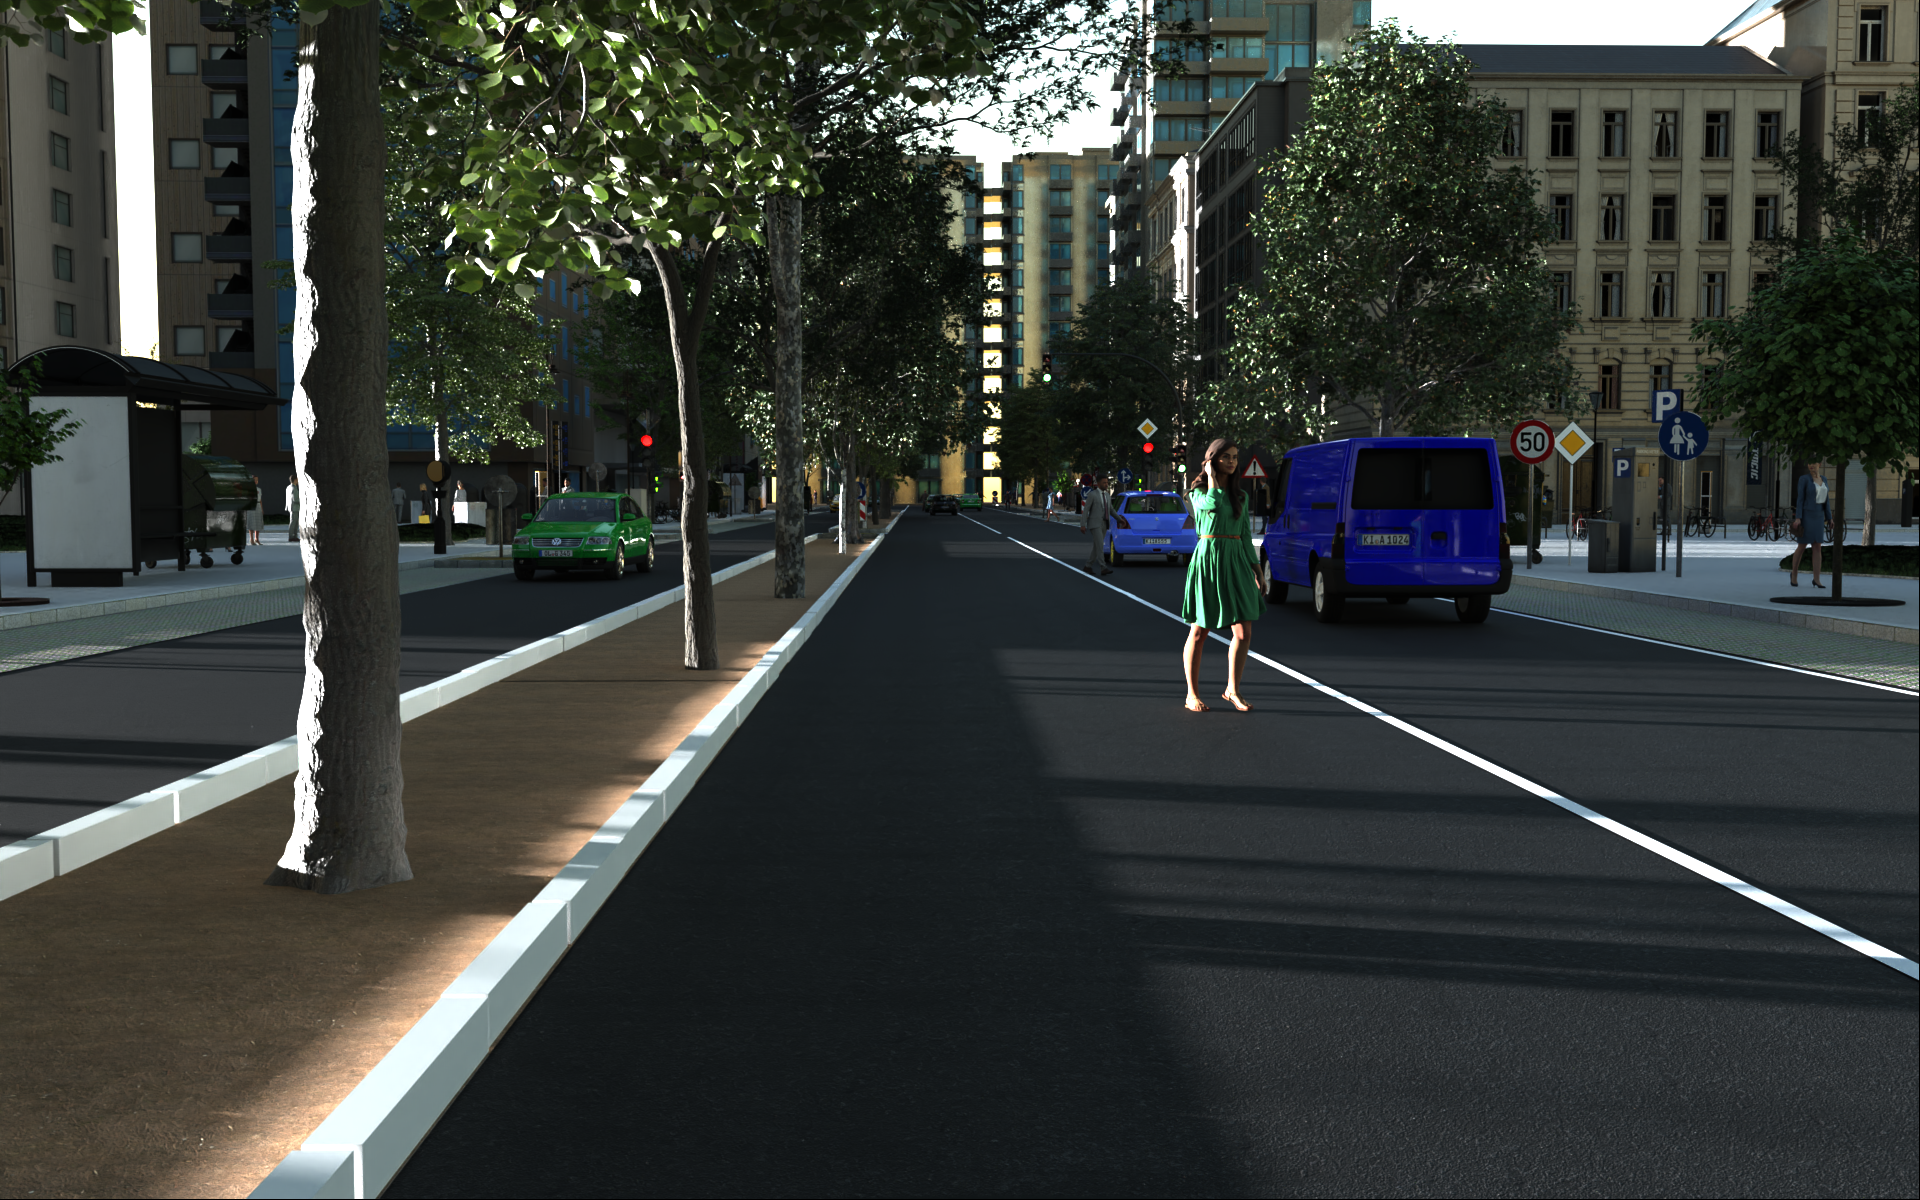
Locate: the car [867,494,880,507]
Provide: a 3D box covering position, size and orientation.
[{"bbox_3d":[-9.370,-11.217,195.193,2.131,1.459,4.920,0,3,0],"label":"car"}]

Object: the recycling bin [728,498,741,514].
[{"bbox_3d":[-14.213,-5.913,109.226,0.722,1.027,0.722,-1,4,-18],"label":"recycling bin"}]

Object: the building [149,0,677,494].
[{"bbox_3d":[-33.852,-32.071,113.602,28.713,52.752,27.495,0,4,-1],"label":"building"}]

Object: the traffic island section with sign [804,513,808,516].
[{"bbox_3d":[-11.141,-6.540,115.551,1.989,1.847,2.006,0,4,-1],"label":"traffic island section with sign"}]

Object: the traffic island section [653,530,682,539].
[{"bbox_3d":[-10.011,-2.045,55.711,2.009,0.180,2.903,0,4,-1],"label":"traffic island section"}]

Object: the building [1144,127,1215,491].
[{"bbox_3d":[21.600,-21.010,129.420,13.634,28.700,20.117,0,4,-1],"label":"building"}]

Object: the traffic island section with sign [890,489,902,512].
[{"bbox_3d":[-5.581,-7.981,138.623,2.006,1.907,1.989,0,4,-1],"label":"traffic island section with sign"}]

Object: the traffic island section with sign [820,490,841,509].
[{"bbox_3d":[-12.362,-9.592,165.452,1.989,1.847,2.006,0,4,-1],"label":"traffic island section with sign"}]

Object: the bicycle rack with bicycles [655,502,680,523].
[{"bbox_3d":[-13.465,-3.976,78.382,2.925,0.926,2.852,2,4,26],"label":"bicycle rack with bicycles"}]

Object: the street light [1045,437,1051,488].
[{"bbox_3d":[6.985,-10.154,138.810,0.468,5.910,1.993,0,4,-1],"label":"street light"}]

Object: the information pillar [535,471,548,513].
[{"bbox_3d":[-13.425,-3.127,55.622,0.304,2.012,0.304,-3,4,-36],"label":"information pillar"}]

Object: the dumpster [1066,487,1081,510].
[{"bbox_3d":[8.964,-7.938,135.536,1.264,1.857,1.865,0,4,-1],"label":"dumpster"}]

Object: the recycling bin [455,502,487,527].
[{"bbox_3d":[-15.249,-2.535,54.009,0.722,1.027,0.722,3,4,38],"label":"recycling bin"}]

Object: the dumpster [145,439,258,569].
[{"bbox_3d":[-13.509,-1.717,30.566,1.502,2.255,1.985,0,4,-1],"label":"dumpster"}]

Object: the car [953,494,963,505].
[{"bbox_3d":[-0.205,-11.662,202.463,2.131,1.459,4.920,0,4,-3],"label":"car"}]

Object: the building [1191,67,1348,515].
[{"bbox_3d":[23.178,-19.190,107.260,14.314,27.812,24.014,0,4,-1],"label":"building"}]

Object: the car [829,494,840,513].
[{"bbox_3d":[-8.922,-7.429,131.692,2.015,1.641,3.980,0,4,0],"label":"car"}]

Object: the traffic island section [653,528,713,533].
[{"bbox_3d":[-10.205,-2.533,63.694,2.009,0.180,2.903,0,4,-1],"label":"traffic island section"}]

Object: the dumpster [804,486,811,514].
[{"bbox_3d":[-11.517,-7.188,122.473,1.985,2.255,1.502,0,4,-2],"label":"dumpster"}]

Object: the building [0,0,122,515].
[{"bbox_3d":[-47.569,-24.046,76.745,14.086,41.232,14.154,0,4,-1],"label":"building"}]

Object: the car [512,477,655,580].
[{"bbox_3d":[-6.535,-1.316,30.318,1.959,1.807,4.718,0,3,0],"label":"car"}]

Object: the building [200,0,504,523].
[{"bbox_3d":[-25.713,-26.383,81.477,14.600,45.320,14.200,0,4,-1],"label":"building"}]

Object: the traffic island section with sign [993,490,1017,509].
[{"bbox_3d":[4.454,-9.629,166.058,1.989,1.847,2.006,0,4,-1],"label":"traffic island section with sign"}]

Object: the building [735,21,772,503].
[{"bbox_3d":[-41.941,-56.605,238.156,31.000,86.520,22.319,0,4,-1],"label":"building"}]

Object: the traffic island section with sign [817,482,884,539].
[{"bbox_3d":[-3.571,-2.934,56.102,2.006,1.907,1.989,0,4,-1],"label":"traffic island section with sign"}]

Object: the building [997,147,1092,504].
[{"bbox_3d":[19.496,-38.068,242.013,30.456,49.044,23.786,0,4,-1],"label":"building"}]

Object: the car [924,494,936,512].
[{"bbox_3d":[-1.800,-7.609,136.198,2.131,1.459,4.920,0,4,1],"label":"car"}]

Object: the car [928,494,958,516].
[{"bbox_3d":[-1.114,-6.545,116.789,2.009,1.686,4.222,0,4,-3],"label":"car"}]

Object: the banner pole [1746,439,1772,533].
[{"bbox_3d":[26.397,-4.107,57.172,0.863,3.779,0.401,2,4,29],"label":"banner pole"}]

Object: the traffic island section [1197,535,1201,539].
[{"bbox_3d":[7.125,-2.070,56.122,2.009,0.180,2.903,0,4,-1],"label":"traffic island section"}]

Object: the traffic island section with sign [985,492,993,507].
[{"bbox_3d":[3.774,-11.319,193.694,1.989,1.847,2.006,0,4,-1],"label":"traffic island section with sign"}]

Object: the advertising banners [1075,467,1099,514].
[{"bbox_3d":[8.143,-6.990,110.474,2.074,3.025,0.090,-3,4,-37],"label":"advertising banners"}]

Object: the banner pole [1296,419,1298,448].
[{"bbox_3d":[9.593,-3.626,49.302,0.401,3.779,0.863,1,4,16],"label":"banner pole"}]

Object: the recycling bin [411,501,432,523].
[{"bbox_3d":[-20.284,-3.222,65.226,0.722,1.027,0.722,-1,4,-15],"label":"recycling bin"}]

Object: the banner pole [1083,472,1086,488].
[{"bbox_3d":[8.830,-8.162,123.468,0.401,3.779,0.863,-1,4,-20],"label":"banner pole"}]

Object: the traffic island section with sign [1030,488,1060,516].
[{"bbox_3d":[5.673,-6.557,115.835,1.989,1.847,2.006,0,4,-1],"label":"traffic island section with sign"}]

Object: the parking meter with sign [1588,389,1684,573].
[{"bbox_3d":[11.092,-1.973,28.514,1.738,3.016,0.543,-2,4,-32],"label":"parking meter with sign"}]

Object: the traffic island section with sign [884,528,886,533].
[{"bbox_3d":[-3.741,-3.387,63.507,2.006,1.907,1.989,0,4,-1],"label":"traffic island section with sign"}]

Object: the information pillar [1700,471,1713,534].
[{"bbox_3d":[24.080,-3.145,55.908,0.304,2.012,0.304,2,4,31],"label":"information pillar"}]

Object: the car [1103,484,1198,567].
[{"bbox_3d":[3.796,-1.584,35.484,1.945,1.707,3.694,0,4,-1],"label":"car"}]

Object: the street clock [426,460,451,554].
[{"bbox_3d":[-11.129,-1.985,37.021,0.471,2.002,0.358,1,4,15],"label":"street clock"}]

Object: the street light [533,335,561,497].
[{"bbox_3d":[-11.815,-4.703,49.680,0.468,5.910,1.993,0,4,-1],"label":"street light"}]

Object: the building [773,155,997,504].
[{"bbox_3d":[-10.962,-38.051,241.735,30.456,49.044,23.786,0,4,-1],"label":"building"}]

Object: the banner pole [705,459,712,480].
[{"bbox_3d":[-15.774,-7.235,108.310,0.401,3.779,0.863,2,4,31],"label":"banner pole"}]

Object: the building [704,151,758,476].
[{"bbox_3d":[-34.425,-34.942,195.004,21.600,48.544,21.300,0,4,-1],"label":"building"}]

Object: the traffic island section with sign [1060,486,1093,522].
[{"bbox_3d":[6.340,-4.897,88.697,1.989,1.847,2.006,0,4,-1],"label":"traffic island section with sign"}]

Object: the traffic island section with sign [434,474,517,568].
[{"bbox_3d":[-9.164,-1.570,34.301,1.989,1.847,2.006,0,4,-1],"label":"traffic island section with sign"}]

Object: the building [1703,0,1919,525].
[{"bbox_3d":[47.721,-17.155,77.747,25.104,27.353,12.463,0,4,-1],"label":"building"}]

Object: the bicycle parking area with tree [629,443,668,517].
[{"bbox_3d":[-20.882,-6.722,96.899,8.231,4.147,9.016,1,4,20],"label":"bicycle parking area with tree"}]

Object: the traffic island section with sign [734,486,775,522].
[{"bbox_3d":[-10.480,-4.891,88.604,1.989,1.847,2.006,0,4,-1],"label":"traffic island section with sign"}]

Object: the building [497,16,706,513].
[{"bbox_3d":[-29.267,-30.272,145.061,14.600,45.320,14.200,0,4,-1],"label":"building"}]

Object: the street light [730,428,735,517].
[{"bbox_3d":[-13.104,-7.715,98.933,0.468,5.910,1.993,0,4,-1],"label":"street light"}]

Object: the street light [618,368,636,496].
[{"bbox_3d":[-12.235,-5.571,63.881,0.468,5.910,1.993,0,4,-1],"label":"street light"}]

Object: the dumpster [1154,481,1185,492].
[{"bbox_3d":[9.684,-4.533,79.869,1.264,1.857,1.865,0,4,-1],"label":"dumpster"}]

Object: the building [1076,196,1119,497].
[{"bbox_3d":[29.795,-30.804,195.527,32.217,40.220,23.993,0,4,-1],"label":"building"}]

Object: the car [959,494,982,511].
[{"bbox_3d":[0.865,-8.307,144.621,1.959,1.807,4.718,0,4,-1],"label":"car"}]

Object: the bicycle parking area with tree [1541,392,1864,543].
[{"bbox_3d":[20.408,-3.766,48.583,8.231,4.147,9.016,1,4,13],"label":"bicycle parking area with tree"}]

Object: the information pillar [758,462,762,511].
[{"bbox_3d":[-14.767,-8.328,127.524,0.504,3.616,0.183,-3,5,-41],"label":"information pillar"}]

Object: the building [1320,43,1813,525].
[{"bbox_3d":[25.930,-13.911,76.590,18.267,20.994,9.793,0,4,-1],"label":"building"}]

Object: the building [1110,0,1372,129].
[{"bbox_3d":[26.404,-33.540,167.994,23.786,49.044,30.456,0,4,-1],"label":"building"}]
